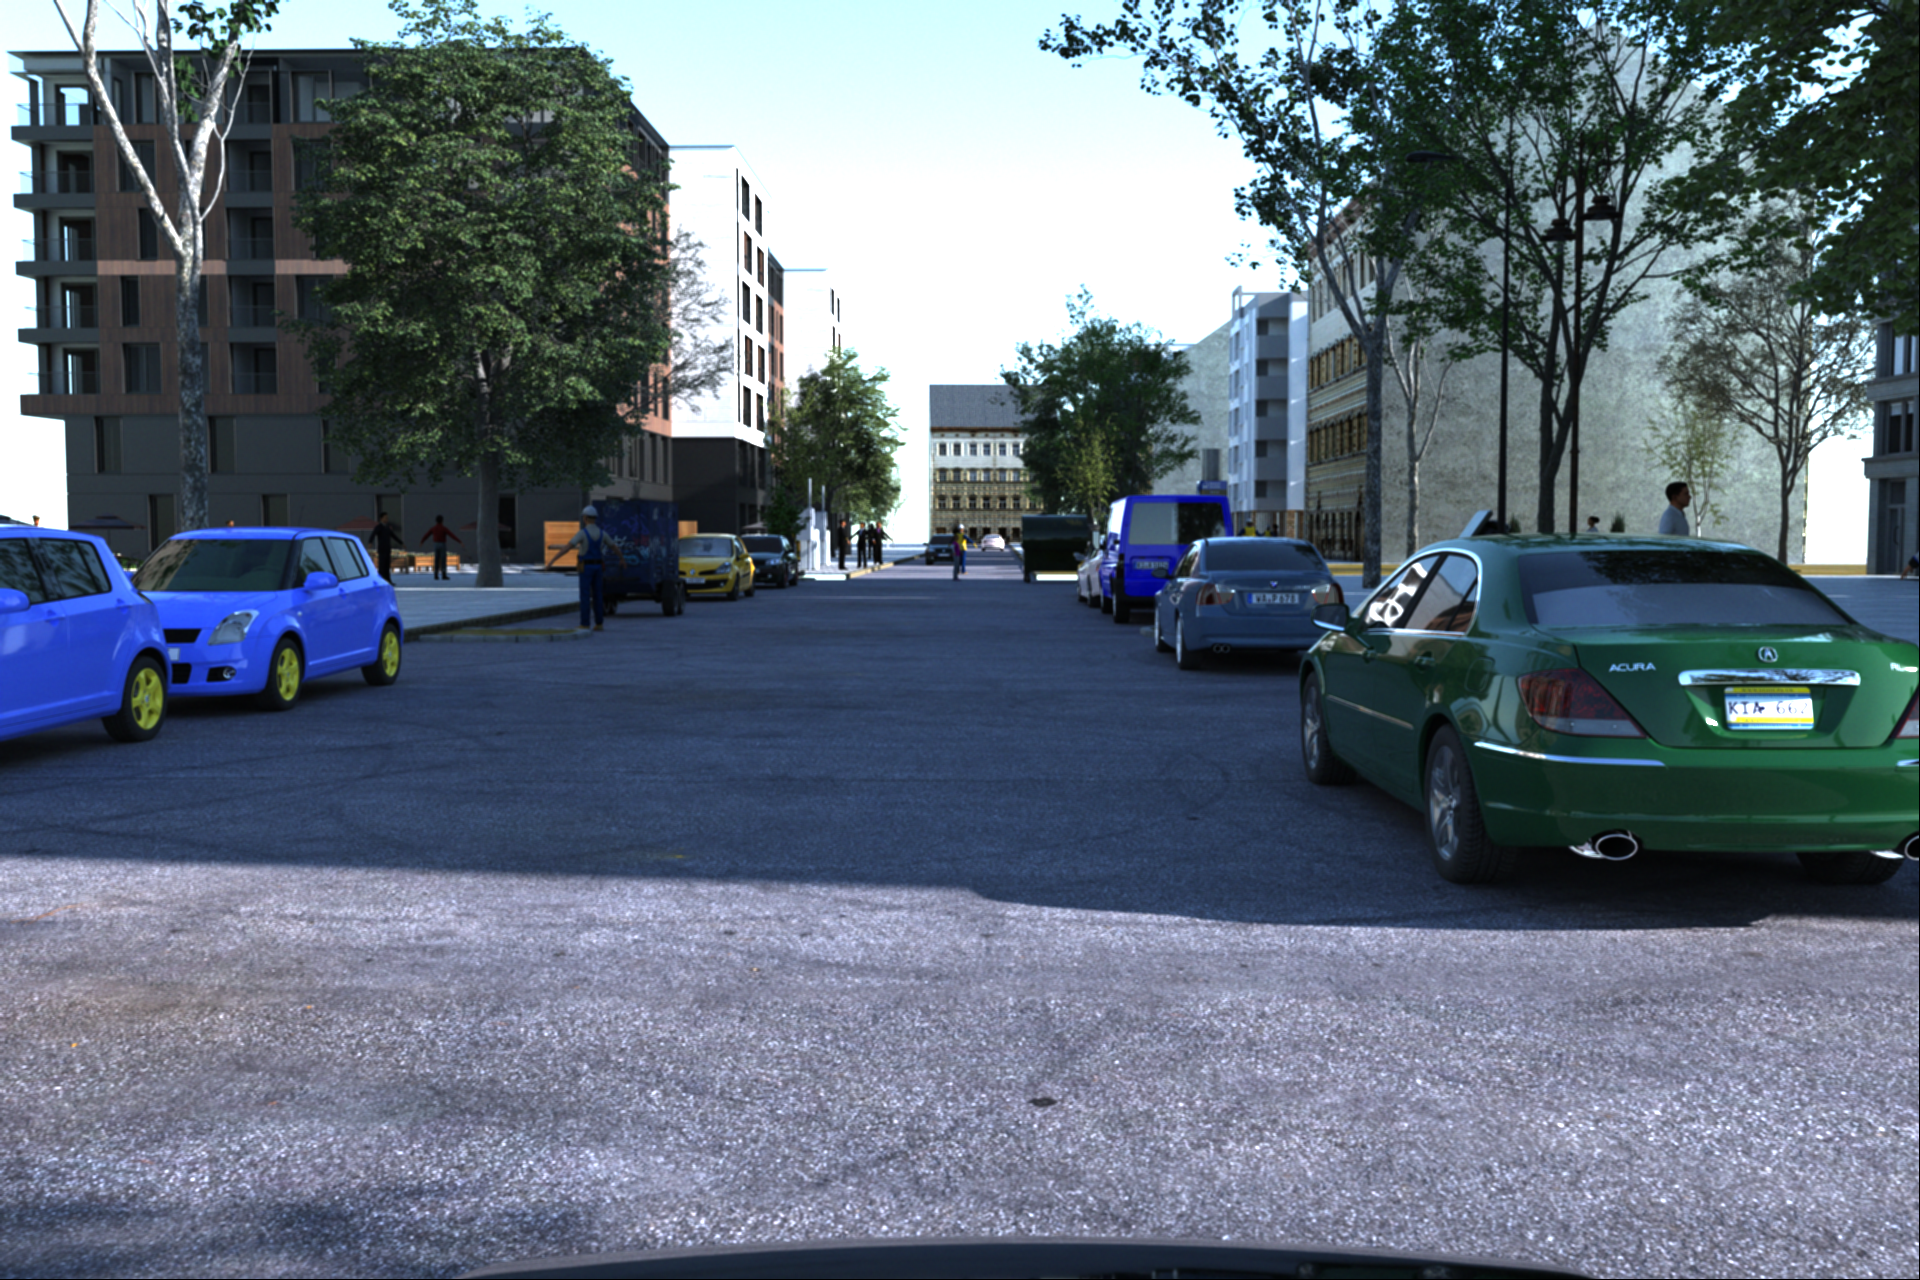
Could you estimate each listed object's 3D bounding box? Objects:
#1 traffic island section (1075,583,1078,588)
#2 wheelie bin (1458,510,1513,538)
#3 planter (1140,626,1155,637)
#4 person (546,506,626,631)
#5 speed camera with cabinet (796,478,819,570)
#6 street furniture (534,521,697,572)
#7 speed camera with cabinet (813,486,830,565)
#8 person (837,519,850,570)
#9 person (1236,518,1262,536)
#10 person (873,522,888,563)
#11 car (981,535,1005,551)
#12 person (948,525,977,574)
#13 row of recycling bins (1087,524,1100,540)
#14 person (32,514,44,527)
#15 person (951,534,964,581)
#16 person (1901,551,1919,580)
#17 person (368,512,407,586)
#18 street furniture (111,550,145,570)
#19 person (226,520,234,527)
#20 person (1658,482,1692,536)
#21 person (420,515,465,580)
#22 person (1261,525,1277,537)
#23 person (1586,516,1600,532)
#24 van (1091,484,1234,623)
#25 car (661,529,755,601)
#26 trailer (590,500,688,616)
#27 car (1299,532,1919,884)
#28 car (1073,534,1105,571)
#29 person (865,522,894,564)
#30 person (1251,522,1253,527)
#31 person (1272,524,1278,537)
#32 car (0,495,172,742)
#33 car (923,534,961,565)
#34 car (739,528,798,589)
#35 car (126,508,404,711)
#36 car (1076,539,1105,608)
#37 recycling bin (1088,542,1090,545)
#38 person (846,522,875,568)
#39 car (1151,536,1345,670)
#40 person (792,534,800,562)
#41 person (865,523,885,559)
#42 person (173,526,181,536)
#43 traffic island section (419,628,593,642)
[{"bbox_3d":[4.128,-1.462,46.769,1.991,0.108,1.994,0,4,1],"label":"traffic island section"},{"bbox_3d":[6.930,-0.921,22.968,0.693,1.594,0.980,0,4,2],"label":"wheelie bin"},{"bbox_3d":[3.587,-0.213,24.615,1.991,0.319,1.994,0,4,1],"label":"planter"},{"bbox_3d":[-5.477,-1.058,25.611,1.347,1.847,0.705,-3,5,-43],"label":"person"},{"bbox_3d":[-5.472,-4.141,62.038,0.660,3.252,2.038,0,4,3],"label":"speed camera with cabinet"},{"bbox_3d":[-10.839,-3.396,62.379,9.812,1.723,11.010,-1,4,-14],"label":"street furniture"},{"bbox_3d":[-5.764,-4.718,71.472,0.660,3.252,2.038,0,4,1],"label":"speed camera with cabinet"},{"bbox_3d":[-4.207,-3.444,62.251,0.705,1.837,1.347,-1,4,-17],"label":"person"},{"bbox_3d":[10.147,-3.362,60.931,1.349,1.833,0.705,-1,4,-12],"label":"person"},{"bbox_3d":[-3.639,-4.397,78.078,0.705,1.806,1.347,2,4,26],"label":"person"},{"bbox_3d":[2.756,-8.148,145.575,2.083,1.381,4.827,0,4,1],"label":"car"},{"bbox_3d":[0.079,-3.268,62.356,1.216,1.772,0.721,2,4,32],"label":"person"},{"bbox_3d":[5.458,-4.002,72.545,1.069,1.692,3.534,0,4,0],"label":"row of recycling bins"},{"bbox_3d":[-26.965,-2.741,50.603,1.343,1.855,0.704,-1,4,-23],"label":"person"},{"bbox_3d":[-0.055,-2.522,52.961,0.599,1.433,0.991,1,4,15],"label":"person"},{"bbox_3d":[8.426,-0.496,14.091,1.345,1.831,0.704,1,4,22],"label":"person"},{"bbox_3d":[-14.249,-2.256,42.939,0.704,1.823,1.345,1,4,21],"label":"person"},{"bbox_3d":[-29.833,-3.015,64.930,5.734,0.657,10.072,-1,4,-23],"label":"street furniture"},{"bbox_3d":[-23.145,-2.958,55.169,0.721,1.733,1.217,0,4,7],"label":"person"},{"bbox_3d":[7.334,-0.704,17.672,0.704,1.810,1.344,3,4,37],"label":"person"},{"bbox_3d":[-14.611,-2.607,48.729,1.345,1.816,0.704,1,4,10],"label":"person"},{"bbox_3d":[16.425,-5.235,92.057,1.216,1.772,0.721,3,4,36],"label":"person"},{"bbox_3d":[16.154,-2.312,44.570,0.721,1.739,1.217,0,4,-7],"label":"person"},{"bbox_3d":[3.434,-1.531,29.422,2.240,2.365,5.245,0,4,1],"label":"van"},{"bbox_3d":[-5.583,-1.715,38.272,2.015,1.641,3.980,0,4,1],"label":"car"},{"bbox_3d":[-5.662,-1.388,29.738,1.471,1.999,3.904,0,4,1],"label":"trailer"},{"bbox_3d":[2.910,0.200,8.522,2.131,1.459,4.920,0,4,0],"label":"car"},{"bbox_3d":[3.637,-1.799,39.642,2.015,1.641,3.980,0,4,0],"label":"car"},{"bbox_3d":[-3.457,-4.096,73.199,1.346,1.802,0.704,-2,4,-24],"label":"person"},{"bbox_3d":[12.682,-4.256,75.716,0.704,1.812,1.346,0,4,-7],"label":"person"},{"bbox_3d":[17.040,-5.365,93.863,0.704,1.843,1.345,2,4,27],"label":"person"},{"bbox_3d":[-6.476,-0.068,10.703,1.945,1.707,3.694,0,4,2],"label":"car"},{"bbox_3d":[-0.693,-4.337,80.690,2.009,1.686,4.222,0,4,1],"label":"car"},{"bbox_3d":[-5.394,-2.261,46.747,2.009,1.686,4.222,0,4,1],"label":"car"},{"bbox_3d":[-6.248,-0.340,15.150,1.945,1.707,3.694,0,4,1],"label":"car"},{"bbox_3d":[3.421,-1.394,35.148,2.083,1.381,4.827,0,4,0],"label":"car"},{"bbox_3d":[4.272,-2.737,57.297,0.722,1.027,0.722,0,4,0],"label":"recycling bin"},{"bbox_3d":[-3.703,-3.550,64.764,1.216,1.740,0.721,2,4,24],"label":"person"},{"bbox_3d":[3.206,-0.461,19.533,2.014,1.417,4.499,0,4,2],"label":"car"},{"bbox_3d":[-7.291,-4.451,78.549,0.705,1.858,1.354,0,4,6],"label":"person"},{"bbox_3d":[-4.501,-5.054,88.410,1.354,1.856,0.705,-1,4,-9],"label":"person"},{"bbox_3d":[-17.049,-1.950,38.454,0.617,1.759,0.750,0,4,-1],"label":"person"},{"bbox_3d":[-6.169,-0.064,23.909,1.991,0.108,1.994,0,4,1],"label":"traffic island section"}]
